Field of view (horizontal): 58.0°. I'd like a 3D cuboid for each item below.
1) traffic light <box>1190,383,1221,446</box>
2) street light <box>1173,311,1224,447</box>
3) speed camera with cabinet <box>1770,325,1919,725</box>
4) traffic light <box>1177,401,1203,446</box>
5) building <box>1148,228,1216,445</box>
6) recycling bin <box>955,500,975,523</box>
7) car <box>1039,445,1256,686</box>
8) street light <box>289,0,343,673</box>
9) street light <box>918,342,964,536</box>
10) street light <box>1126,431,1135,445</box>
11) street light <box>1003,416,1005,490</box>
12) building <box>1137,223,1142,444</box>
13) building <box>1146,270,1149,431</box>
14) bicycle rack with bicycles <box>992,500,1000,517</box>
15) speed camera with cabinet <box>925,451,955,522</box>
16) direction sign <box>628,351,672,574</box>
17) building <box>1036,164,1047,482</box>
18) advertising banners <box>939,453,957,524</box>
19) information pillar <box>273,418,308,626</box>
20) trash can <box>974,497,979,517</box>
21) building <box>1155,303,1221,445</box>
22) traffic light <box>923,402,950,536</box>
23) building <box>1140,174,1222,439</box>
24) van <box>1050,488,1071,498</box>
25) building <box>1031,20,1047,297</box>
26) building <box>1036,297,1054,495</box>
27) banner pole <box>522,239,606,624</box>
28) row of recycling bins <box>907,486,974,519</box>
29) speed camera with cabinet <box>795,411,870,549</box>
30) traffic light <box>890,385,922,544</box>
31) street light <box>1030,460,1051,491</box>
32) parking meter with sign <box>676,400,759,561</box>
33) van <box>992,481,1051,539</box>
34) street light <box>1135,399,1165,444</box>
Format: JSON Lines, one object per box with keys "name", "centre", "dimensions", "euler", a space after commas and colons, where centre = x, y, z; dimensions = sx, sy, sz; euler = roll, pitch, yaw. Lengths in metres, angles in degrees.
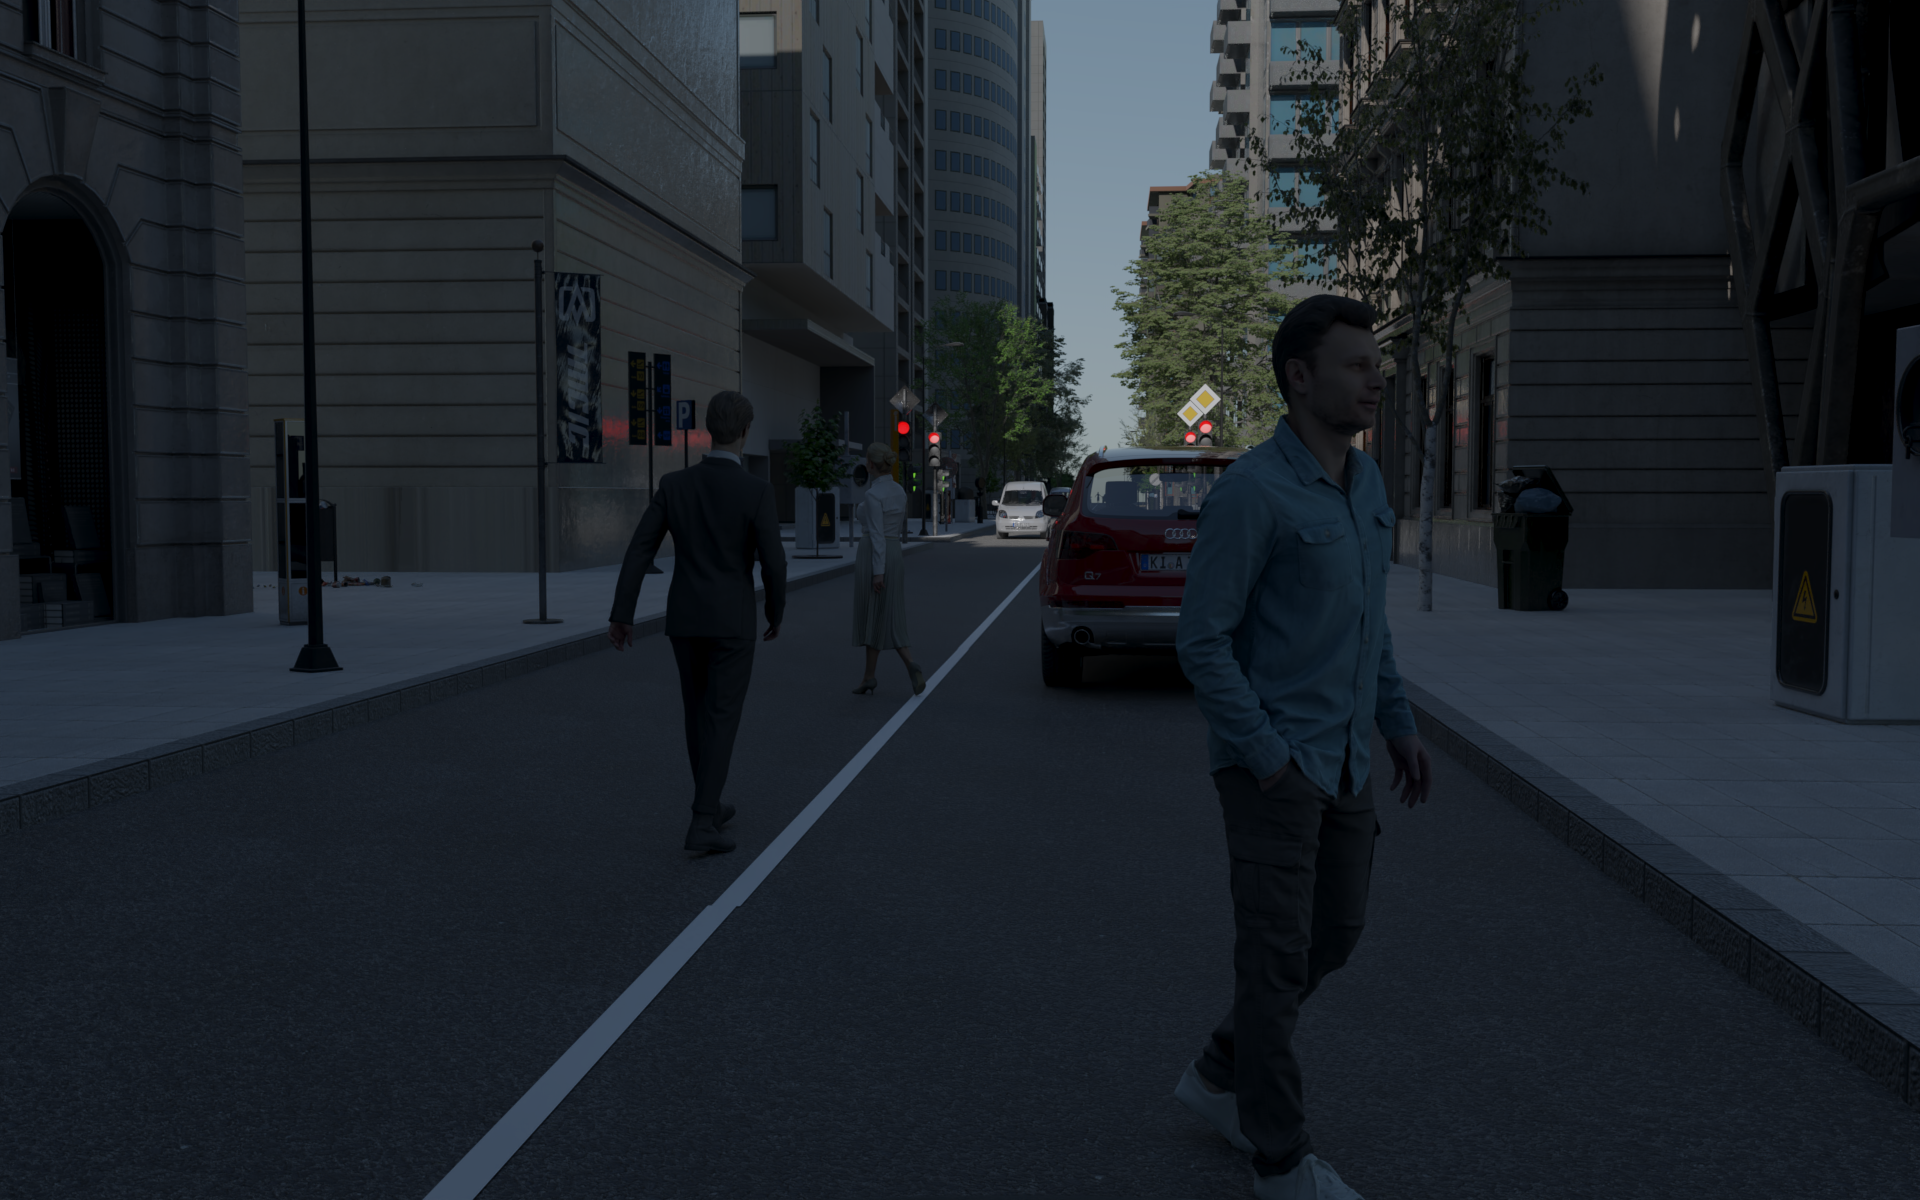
{"name": "traffic light", "centre": [6.220, -3.379, 44.174], "dimensions": [0.839, 4.253, 0.868], "euler": [0, 4, 5]}
{"name": "street light", "centre": [6.122, -4.381, 44.169], "dimensions": [1.470, 5.913, 1.316], "euler": [0, 4, 5]}
{"name": "speed camera with cabinet", "centre": [5.173, -0.925, 9.453], "dimensions": [0.660, 3.252, 2.038], "euler": [0, 4, 2]}
{"name": "traffic light", "centre": [6.895, -3.866, 52.130], "dimensions": [0.839, 4.253, 0.868], "euler": [0, 4, 5]}
{"name": "building", "centre": [28.525, -25.730, 192.393], "dimensions": [14.160, 30.474, 14.107], "euler": [0, 4, 5]}
{"name": "recycling bin", "centre": [0.223, -4.011, 78.141], "dimensions": [0.722, 1.027, 0.722], "euler": [1, 4, 23]}
{"name": "car", "centre": [1.781, -0.348, 14.363], "dimensions": [2.281, 1.827, 5.304], "euler": [0, 4, 6]}
{"name": "street light", "centre": [-4.137, -2.435, 12.348], "dimensions": [1.470, 5.913, 1.316], "euler": [0, 4, 5]}
{"name": "street light", "centre": [-0.581, -4.935, 53.229], "dimensions": [1.470, 5.913, 1.316], "euler": [0, 4, 5]}
{"name": "street light", "centre": [13.139, -9.448, 127.018], "dimensions": [1.470, 5.913, 1.316], "euler": [0, 4, 5]}
{"name": "street light", "centre": [2.989, -7.537, 95.778], "dimensions": [1.470, 5.913, 1.316], "euler": [0, 4, 5]}
{"name": "building", "centre": [38.962, -37.645, 270.111], "dimensions": [22.147, 44.769, 28.867], "euler": [0, 4, 5]}
{"name": "building", "centre": [30.709, -27.408, 219.814], "dimensions": [14.160, 30.474, 14.107], "euler": [0, 4, 5]}
{"name": "bicycle rack with bicycles", "centre": [1.502, -5.237, 99.002], "dimensions": [2.852, 0.926, 2.925], "euler": [1, 4, 15]}
{"name": "speed camera with cabinet", "centre": [-0.970, -5.213, 79.569], "dimensions": [0.660, 3.252, 2.038], "euler": [-2, 4, -30]}
{"name": "direction sign", "centre": [-4.975, -2.193, 27.860], "dimensions": [0.379, 3.537, 0.876], "euler": [3, 4, 39]}
{"name": "building", "centre": [-0.593, -37.265, 228.885], "dimensions": [23.786, 49.044, 30.456], "euler": [0, 4, 5]}
{"name": "advertising banners", "centre": [-0.502, -4.754, 73.911], "dimensions": [0.090, 3.025, 2.074], "euler": [1, 4, 21]}
{"name": "information pillar", "centre": [-6.501, -0.763, 16.975], "dimensions": [0.304, 2.012, 0.304], "euler": [-3, 5, -39]}
{"name": "trash can", "centre": [0.728, -5.162, 96.046], "dimensions": [0.748, 1.137, 0.748], "euler": [0, 3, 0]}
{"name": "building", "centre": [33.537, -19.918, 170.703], "dimensions": [27.650, 21.520, 28.899], "euler": [0, 4, 5]}
{"name": "traffic light", "centre": [-0.740, -3.905, 52.760], "dimensions": [0.839, 4.253, 0.868], "euler": [0, 4, 5]}
{"name": "building", "centre": [36.982, -35.849, 240.759], "dimensions": [22.147, 44.769, 28.867], "euler": [0, 4, 5]}
{"name": "van", "centre": [6.397, -6.294, 109.918], "dimensions": [2.013, 2.044, 4.112], "euler": [0, 4, 5]}
{"name": "building", "centre": [5.135, -50.755, 268.098], "dimensions": [20.563, 71.187, 20.611], "euler": [0, 4, 5]}
{"name": "building", "centre": [6.405, -29.326, 251.180], "dimensions": [14.160, 30.474, 14.107], "euler": [0, 4, 5]}
{"name": "banner pole", "centre": [-3.947, -1.665, 17.240], "dimensions": [0.863, 3.779, 0.401], "euler": [-2, 4, -28]}
{"name": "row of recycling bins", "centre": [-1.033, -5.152, 91.354], "dimensions": [3.534, 1.692, 1.069], "euler": [0, 4, -6]}
{"name": "speed camera with cabinet", "centre": [-2.998, -2.849, 40.909], "dimensions": [0.660, 3.252, 2.038], "euler": [3, 4, 38]}
{"name": "traffic light", "centre": [-1.415, -3.418, 44.803], "dimensions": [0.839, 4.253, 0.868], "euler": [0, 4, 5]}
{"name": "street light", "centre": [5.816, -9.583, 129.221], "dimensions": [1.470, 5.913, 1.316], "euler": [0, 4, 5]}
{"name": "parking meter with sign", "centre": [-4.453, -2.231, 32.745], "dimensions": [1.738, 3.016, 0.543], "euler": [-3, 5, -40]}
{"name": "van", "centre": [2.085, -3.018, 56.348], "dimensions": [2.013, 2.044, 4.112], "euler": [0, 4, 5]}
{"name": "street light", "centre": [9.440, -6.852, 84.577], "dimensions": [1.470, 5.913, 1.316], "euler": [0, 4, 5]}
